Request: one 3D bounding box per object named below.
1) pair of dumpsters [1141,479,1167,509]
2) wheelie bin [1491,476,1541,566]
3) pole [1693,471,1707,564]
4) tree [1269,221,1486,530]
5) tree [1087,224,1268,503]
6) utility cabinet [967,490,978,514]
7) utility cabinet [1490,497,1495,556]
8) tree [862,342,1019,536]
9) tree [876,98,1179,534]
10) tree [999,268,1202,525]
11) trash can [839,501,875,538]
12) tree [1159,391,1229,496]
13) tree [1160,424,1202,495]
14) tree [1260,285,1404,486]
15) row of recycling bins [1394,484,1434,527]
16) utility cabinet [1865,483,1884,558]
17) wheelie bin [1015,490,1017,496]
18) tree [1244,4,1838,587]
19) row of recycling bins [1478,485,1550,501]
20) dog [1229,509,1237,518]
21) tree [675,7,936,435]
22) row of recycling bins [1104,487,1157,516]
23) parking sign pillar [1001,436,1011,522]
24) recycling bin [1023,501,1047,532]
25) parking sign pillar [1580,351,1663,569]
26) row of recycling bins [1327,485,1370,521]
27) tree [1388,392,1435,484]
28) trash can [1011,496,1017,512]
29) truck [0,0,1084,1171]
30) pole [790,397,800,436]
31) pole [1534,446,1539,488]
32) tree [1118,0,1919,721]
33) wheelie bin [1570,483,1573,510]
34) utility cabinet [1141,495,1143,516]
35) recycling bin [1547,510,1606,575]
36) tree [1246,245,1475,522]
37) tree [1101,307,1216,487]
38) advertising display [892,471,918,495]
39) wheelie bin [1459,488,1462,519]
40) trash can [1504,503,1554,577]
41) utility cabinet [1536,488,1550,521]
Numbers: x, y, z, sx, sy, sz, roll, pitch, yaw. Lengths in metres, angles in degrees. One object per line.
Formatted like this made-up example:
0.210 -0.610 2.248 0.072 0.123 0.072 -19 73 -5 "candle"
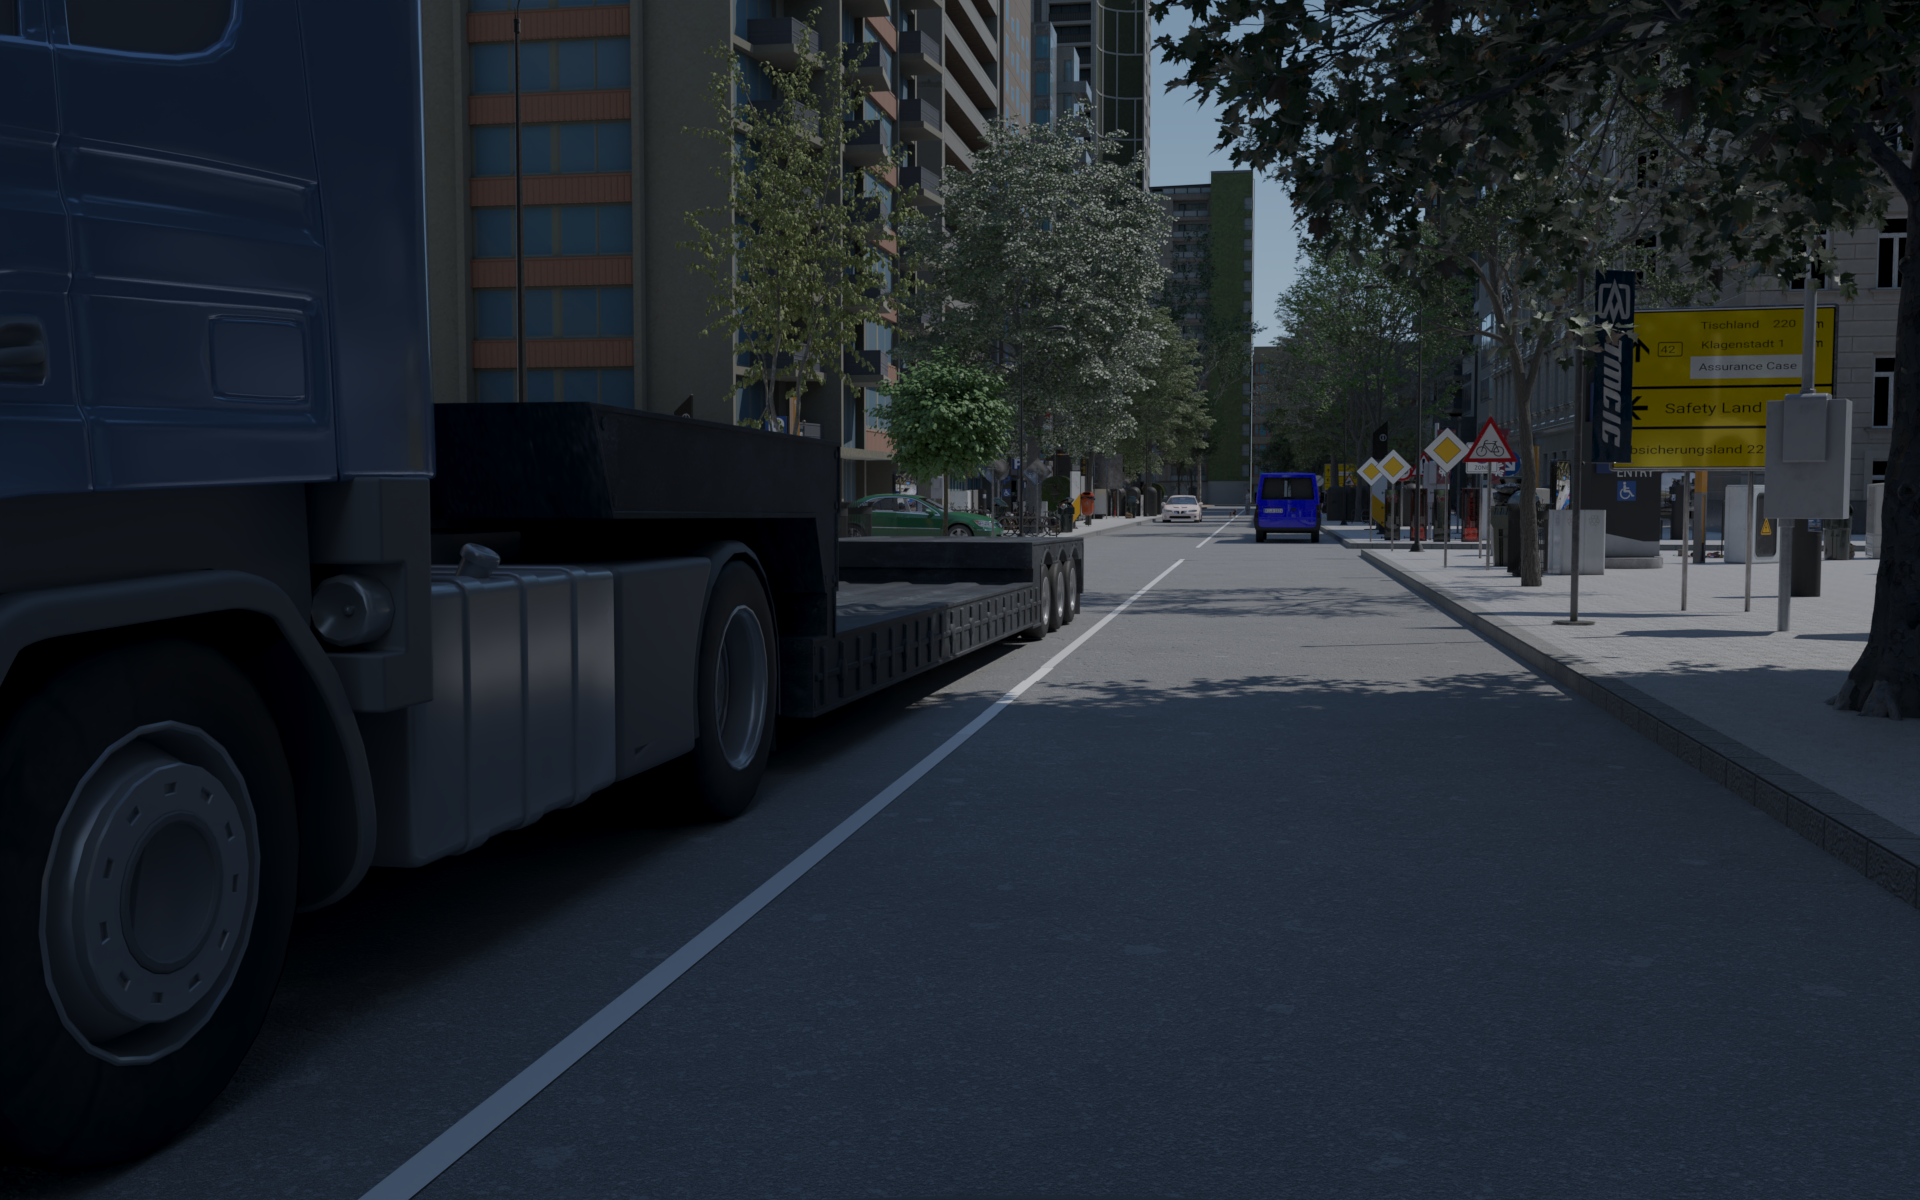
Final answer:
12.577 -6.719 112.346 1.574 2.255 4.437 1 4 10 "pair of dumpsters"
9.832 -1.393 30.684 0.693 1.594 0.980 -2 4 -34 "wheelie bin"
13.673 -2.330 31.946 0.158 3.312 0.155 0 3 0 "pole"
14.916 -8.305 61.546 9.928 11.665 9.643 0 3 0 "tree"
14.843 -16.229 121.230 12.611 20.169 13.585 0 3 0 "tree"
0.639 -5.351 96.175 0.318 1.500 1.173 -1 4 -22 "utility cabinet"
11.378 -1.531 36.192 0.306 1.237 1.020 2 4 32 "utility cabinet"
-0.408 -3.291 37.520 4.285 4.588 4.351 0 3 0 "tree"
2.272 -9.139 56.080 9.857 13.997 8.962 0 3 0 "tree"
5.207 -8.345 70.859 8.767 10.594 7.601 1 4 11 "tree"
-2.020 -1.355 33.813 0.748 1.137 0.748 0 3 0 "trash can"
21.548 -14.444 161.912 9.928 11.665 9.643 0 3 0 "tree"
20.109 -12.467 154.196 4.360 8.622 3.978 0 3 0 "tree"
19.338 -10.598 91.404 7.486 12.596 7.792 0 3 0 "tree"
18.448 -3.816 69.503 1.069 1.692 3.534 2 4 31 "row of recycling bins"
18.243 -1.575 34.432 0.318 1.500 1.173 1 4 21 "utility cabinet"
4.189 -6.860 120.072 0.980 1.594 0.693 2 4 27 "wheelie bin"
8.037 -5.486 24.114 8.767 10.594 7.601 1 4 11 "tree"
24.505 -4.227 76.220 3.534 1.692 1.069 0 4 3 "row of recycling bins"
16.533 -5.239 104.952 0.406 0.507 0.540 1 4 19 "dog"
-2.602 -4.704 27.271 4.737 8.622 4.395 0 3 0 "tree"
9.632 -5.668 99.789 3.534 1.692 1.069 1 4 18 "row of recycling bins"
2.136 -5.597 79.977 1.447 3.967 1.447 0 4 0 "parking sign pillar"
2.515 -2.836 58.928 0.722 1.027 0.722 -1 4 -21 "recycling bin"
11.532 -2.552 30.205 1.447 3.967 1.447 0 4 -7 "parking sign pillar"
19.028 -4.714 84.188 1.069 1.692 3.534 3 5 43 "row of recycling bins"
29.761 -10.012 114.061 4.737 8.622 4.395 0 3 0 "tree"
3.568 -6.297 114.606 0.748 1.137 0.748 0 3 0 "trash can"
-1.547 -1.286 10.781 2.967 4.110 18.799 1 4 11 "truck"
-3.489 -2.616 36.617 0.158 3.312 0.155 0 3 0 "pole"
24.392 -4.862 73.336 0.158 3.312 0.155 0 3 0 "pole"
5.610 -5.668 9.677 9.611 12.733 9.660 0 3 0 "tree"
17.406 -2.487 48.572 0.980 1.594 0.693 1 4 14 "wheelie bin"
10.899 -5.615 102.964 0.306 1.237 1.020 3 5 39 "utility cabinet"
9.842 -0.928 27.725 0.722 1.027 0.722 0 4 -3 "recycling bin"
18.477 -10.345 79.509 12.009 13.543 11.850 0 3 0 "tree"
11.570 -11.405 104.599 7.486 12.596 7.792 0 3 0 "tree"
-1.535 -2.635 48.290 0.123 1.923 0.974 3 4 38 "advertising display"
26.217 -4.998 89.629 0.980 1.594 0.693 3 5 41 "wheelie bin"
8.822 -0.932 26.898 0.748 1.137 0.748 0 3 0 "trash can"
21.983 -3.496 65.836 1.173 1.500 0.318 -3 5 -42 "utility cabinet"
